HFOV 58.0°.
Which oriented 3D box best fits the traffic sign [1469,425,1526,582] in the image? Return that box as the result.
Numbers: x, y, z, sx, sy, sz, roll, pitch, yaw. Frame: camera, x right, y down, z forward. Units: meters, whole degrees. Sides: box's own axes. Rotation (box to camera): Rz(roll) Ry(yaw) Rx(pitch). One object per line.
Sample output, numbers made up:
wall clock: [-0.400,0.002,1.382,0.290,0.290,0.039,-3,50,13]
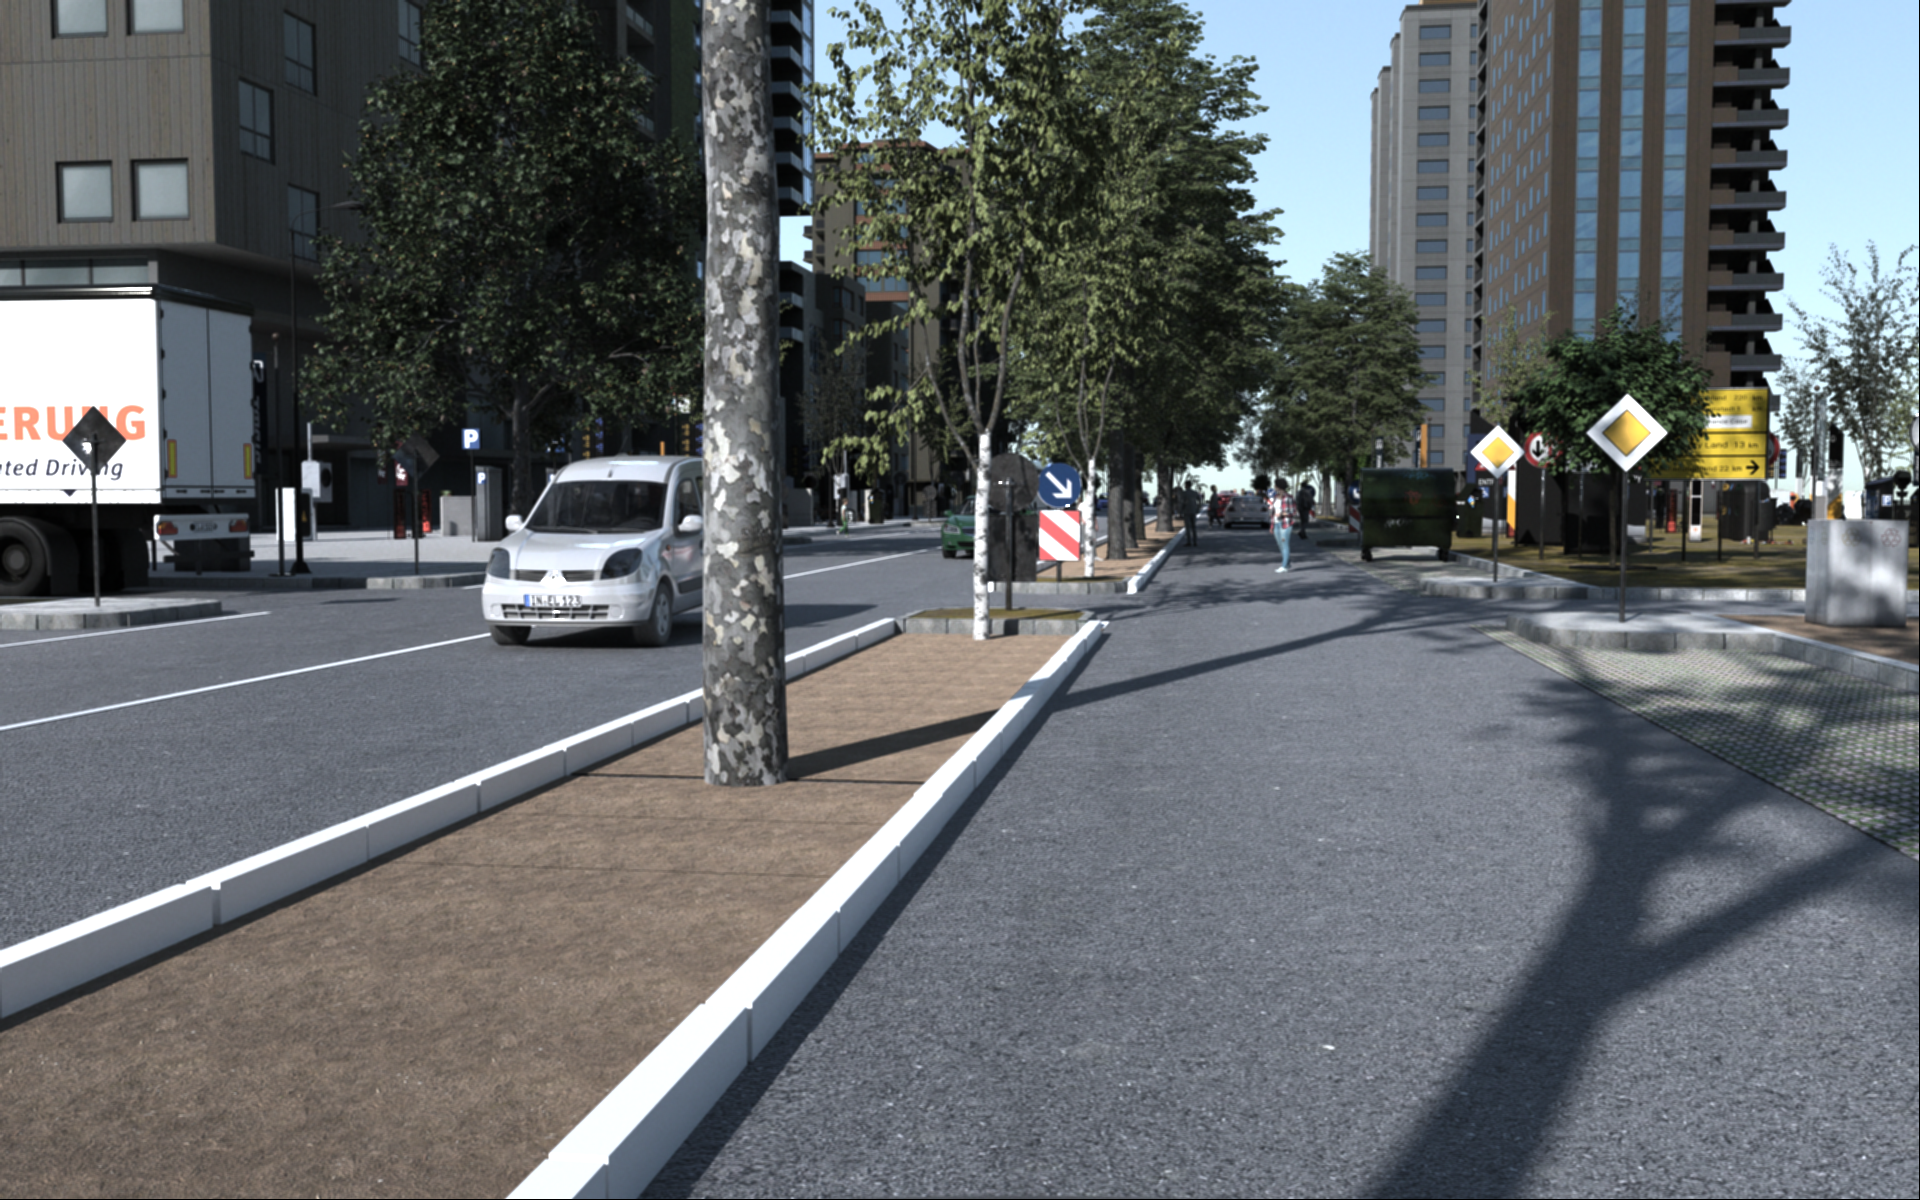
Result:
traffic sign: [7.790,-1.316,25.154,0.795,2.450,0.064,1,4,8]

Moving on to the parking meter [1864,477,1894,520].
parking meter: [13.483,-1.041,25.432,0.372,1.533,0.369,0,3,0]

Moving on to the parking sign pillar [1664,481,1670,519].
parking sign pillar: [36.642,-6.254,90.731,1.447,3.967,1.447,-3,4,-38]

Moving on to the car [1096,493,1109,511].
car: [12.763,-8.622,150.554,1.945,1.707,3.694,0,4,8]

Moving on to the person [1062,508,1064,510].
person: [5.669,-5.356,96.275,0.606,1.804,0.583,1,4,22]

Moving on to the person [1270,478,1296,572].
person: [5.951,-1.374,31.796,0.643,1.720,0.563,-2,4,-30]

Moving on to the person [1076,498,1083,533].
person: [4.445,-3.144,64.169,0.640,1.303,0.475,2,4,28]

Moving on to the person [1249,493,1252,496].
person: [15.396,-4.935,91.787,0.523,1.515,0.503,2,4,35]

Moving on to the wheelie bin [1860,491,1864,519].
wheelie bin: [42.084,-4.414,80.082,0.980,1.594,0.693,-1,4,-21]

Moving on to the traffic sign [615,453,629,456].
traffic sign: [-10.432,-3.265,53.484,0.768,2.556,0.104,1,4,17]

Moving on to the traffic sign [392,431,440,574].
traffic sign: [-8.671,-1.466,27.612,0.795,2.450,0.064,1,4,8]

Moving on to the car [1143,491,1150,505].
car: [22.970,-12.931,220.090,2.281,1.827,5.304,1,4,10]

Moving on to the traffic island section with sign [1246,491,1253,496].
traffic island section with sign: [26.173,-8.702,150.912,1.989,1.847,2.006,1,4,8]

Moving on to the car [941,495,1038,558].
car: [0.786,-1.726,40.026,2.131,1.459,4.920,1,4,10]

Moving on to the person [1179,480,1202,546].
person: [6.319,-2.383,47.569,0.635,1.810,0.391,-2,4,-29]

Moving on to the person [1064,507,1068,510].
person: [6.867,-6.140,112.151,1.065,1.426,0.557,-2,4,-30]

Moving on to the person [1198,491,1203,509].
person: [22.832,-9.497,164.695,0.541,1.710,0.530,1,4,22]

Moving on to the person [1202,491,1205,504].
person: [35.503,-14.936,252.795,0.705,1.812,1.348,0,4,-3]

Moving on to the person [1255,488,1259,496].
person: [19.720,-6.487,114.653,0.705,1.812,1.348,0,4,2]

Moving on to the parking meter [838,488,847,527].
parking meter: [-4.656,-3.676,68.506,0.372,1.533,0.369,0,3,0]

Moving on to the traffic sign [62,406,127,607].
traffic sign: [-9.845,-0.983,19.713,0.795,2.450,0.064,1,4,8]

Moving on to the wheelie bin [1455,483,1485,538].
wheelie bin: [14.899,-2.609,50.557,0.693,1.594,0.980,-1,4,-10]

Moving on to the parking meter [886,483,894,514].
parking meter: [-3.836,-5.477,95.266,0.399,1.863,0.255,0,4,8]

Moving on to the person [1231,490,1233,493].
person: [21.603,-7.872,137.999,1.217,1.735,0.721,2,4,34]

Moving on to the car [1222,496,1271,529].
car: [12.102,-3.717,73.140,2.083,1.381,4.827,0,4,8]

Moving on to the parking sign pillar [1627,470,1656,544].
parking sign pillar: [17.151,-3.460,45.048,1.447,3.967,1.447,0,4,-2]

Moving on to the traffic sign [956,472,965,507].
traffic sign: [-0.064,-6.201,101.498,0.768,2.556,0.104,1,4,14]

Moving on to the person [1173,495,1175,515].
person: [14.248,-6.598,116.470,1.348,1.812,0.705,0,4,4]

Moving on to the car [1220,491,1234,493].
car: [29.033,-10.996,188.449,2.281,1.827,5.304,0,4,7]

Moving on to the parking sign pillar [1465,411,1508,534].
parking sign pillar: [16.938,-4.110,55.663,1.447,3.967,1.447,3,5,43]

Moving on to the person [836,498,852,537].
person: [-3.862,-2.738,57.511,0.590,1.304,0.306,-2,4,-33]

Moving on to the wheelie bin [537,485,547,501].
wheelie bin: [-13.835,-3.081,58.290,0.693,1.594,0.980,-2,4,-35]

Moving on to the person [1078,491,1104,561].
person: [2.772,-1.582,36.955,0.523,1.515,0.503,2,4,28]

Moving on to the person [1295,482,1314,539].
person: [10.985,-2.852,55.235,0.679,1.850,0.850,3,4,36]

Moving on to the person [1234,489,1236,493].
person: [18.199,-6.455,114.593,0.990,1.755,0.434,2,4,24]

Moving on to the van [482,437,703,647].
van: [-3.425,-0.649,17.624,2.013,2.044,4.112,0,4,7]

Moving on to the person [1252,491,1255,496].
person: [36.347,-12.623,214.752,0.709,1.838,0.599,2,4,24]

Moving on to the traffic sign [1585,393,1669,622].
traffic sign: [6.616,-0.833,17.256,0.795,2.450,0.064,1,4,8]

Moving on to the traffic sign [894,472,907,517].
traffic sign: [-3.402,-6.012,98.408,0.768,2.556,0.104,1,4,13]

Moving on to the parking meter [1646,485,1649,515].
parking meter: [38.316,-5.551,96.475,0.399,1.863,0.255,2,4,31]

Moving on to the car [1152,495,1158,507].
car: [21.769,-10.688,187.329,1.945,1.354,3.894,0,4,7]

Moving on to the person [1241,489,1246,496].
person: [20.282,-7.080,124.353,0.705,1.812,1.348,-1,4,-13]

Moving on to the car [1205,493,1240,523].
car: [13.431,-4.786,87.284,2.155,1.783,4.494,0,4,8]

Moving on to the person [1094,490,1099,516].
person: [9.115,-6.521,115.796,0.721,1.739,1.217,0,4,-6]

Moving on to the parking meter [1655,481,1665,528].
parking meter: [26.210,-3.615,64.816,0.255,1.863,0.399,1,4,12]

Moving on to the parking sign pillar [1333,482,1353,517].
parking sign pillar: [21.200,-6.506,94.845,1.447,3.967,1.447,-1,4,-19]

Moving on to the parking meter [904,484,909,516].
parking meter: [-3.118,-5.788,100.340,0.255,1.863,0.399,-1,4,-8]

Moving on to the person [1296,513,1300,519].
person: [19.366,-5.258,98.741,0.394,1.301,0.425,3,5,42]

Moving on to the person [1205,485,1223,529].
person: [10.312,-3.764,70.217,0.728,1.800,0.709,1,4,10]

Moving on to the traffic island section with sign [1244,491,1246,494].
traffic island section with sign: [34.224,-12.022,205.189,1.989,1.847,2.006,1,4,8]

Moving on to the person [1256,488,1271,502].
person: [17.872,-5.763,102.742,1.348,1.823,0.705,2,4,35]

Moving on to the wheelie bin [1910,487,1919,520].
wheelie bin: [44.930,-4.481,81.167,0.693,1.594,0.980,2,4,34]

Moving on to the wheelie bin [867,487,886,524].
wheelie bin: [-3.547,-4.053,74.181,0.693,1.594,0.980,1,4,11]
